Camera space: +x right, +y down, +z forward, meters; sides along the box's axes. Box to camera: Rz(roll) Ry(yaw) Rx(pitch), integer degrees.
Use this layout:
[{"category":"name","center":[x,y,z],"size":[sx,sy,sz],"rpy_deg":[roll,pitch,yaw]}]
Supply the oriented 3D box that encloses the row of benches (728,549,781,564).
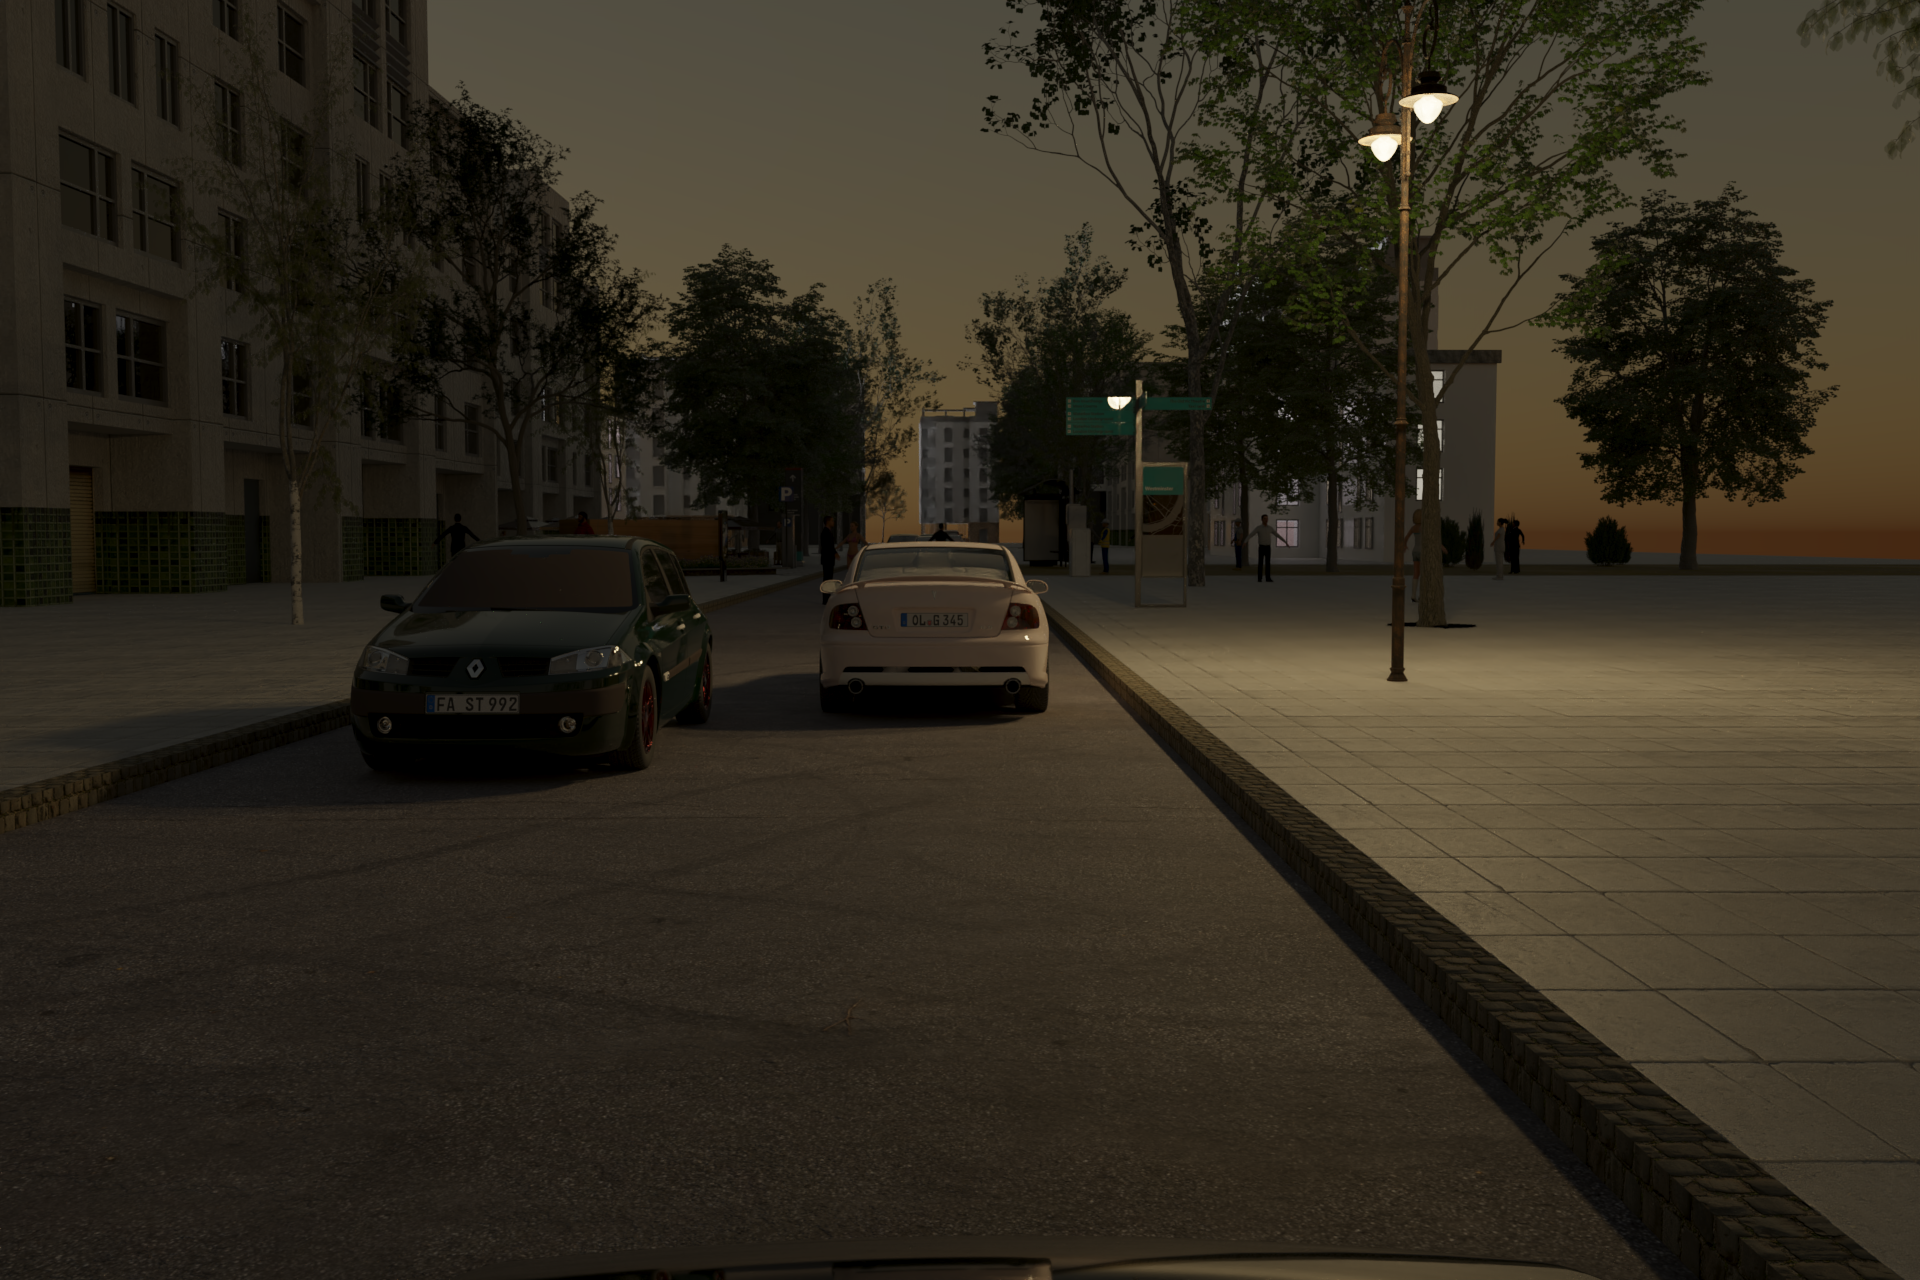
[{"category":"row of benches","center":[-8.595,-3.539,73.320],"size":[4.104,0.672,1.422],"rpy_deg":[1,4,11]}]

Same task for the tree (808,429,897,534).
[{"category":"tree","center":[-8.782,-12.717,142.342],"size":[8.767,10.594,7.601],"rpy_deg":[2,4,28]}]

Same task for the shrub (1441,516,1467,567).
[{"category":"shrub","center":[18.902,-3.847,67.324],"size":[1.690,2.028,1.600],"rpy_deg":[0,3,0]}]

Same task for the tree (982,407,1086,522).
[{"category":"tree","center":[6.411,-14.428,142.560],"size":[9.857,13.997,8.962],"rpy_deg":[0,3,0]}]

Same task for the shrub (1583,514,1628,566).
[{"category":"shrub","center":[25.716,-3.969,68.938],"size":[1.661,2.075,1.752],"rpy_deg":[0,3,0]}]

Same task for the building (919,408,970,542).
[{"category":"building","center":[-5.616,-23.990,251.108],"size":[11.380,20.090,16.016],"rpy_deg":[0,4,8]}]

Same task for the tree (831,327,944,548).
[{"category":"tree","center":[-8.166,-18.472,157.908],"size":[12.611,20.169,13.585],"rpy_deg":[0,3,0]}]

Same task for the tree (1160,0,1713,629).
[{"category":"tree","center":[6.403,-5.991,23.712],"size":[9.928,11.665,9.643],"rpy_deg":[0,3,0]}]

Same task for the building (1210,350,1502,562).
[{"category":"building","center":[19.984,-9.226,92.995],"size":[9.099,9.664,28.070],"rpy_deg":[0,4,0]}]

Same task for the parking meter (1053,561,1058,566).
[{"category":"parking meter","center":[3.807,-3.957,70.402],"size":[0.399,1.863,0.255],"rpy_deg":[0,4,-2]}]

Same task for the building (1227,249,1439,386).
[{"category":"building","center":[23.989,-16.239,121.931],"size":[16.016,20.090,11.380],"rpy_deg":[0,4,0]}]

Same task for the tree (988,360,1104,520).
[{"category":"tree","center":[6.272,-13.303,124.160],"size":[9.857,13.997,8.962],"rpy_deg":[0,3,0]}]

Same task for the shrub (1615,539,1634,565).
[{"category":"shrub","center":[27.786,-3.773,72.810],"size":[1.383,1.207,1.383],"rpy_deg":[0,3,0]}]

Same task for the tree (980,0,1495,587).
[{"category":"tree","center":[6.016,-11.289,40.463],"size":[12.611,20.169,13.585],"rpy_deg":[0,3,0]}]

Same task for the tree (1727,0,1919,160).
[{"category":"tree","center":[6.344,-3.655,10.128],"size":[4.360,8.622,3.978],"rpy_deg":[0,3,0]}]

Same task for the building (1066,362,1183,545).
[{"category":"building","center":[25.227,-23.106,221.758],"size":[27.936,21.610,32.646],"rpy_deg":[0,4,0]}]

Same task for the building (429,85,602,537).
[{"category":"building","center":[-29.183,-13.326,84.332],"size":[16.747,18.905,31.486],"rpy_deg":[0,4,0]}]

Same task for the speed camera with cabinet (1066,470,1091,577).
[{"category":"speed camera with cabinet","center":[3.608,-3.564,52.601],"size":[0.660,3.252,2.038],"rpy_deg":[0,4,0]}]

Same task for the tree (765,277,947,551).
[{"category":"tree","center":[-7.638,-16.599,127.278],"size":[12.611,20.169,13.585],"rpy_deg":[0,3,0]}]

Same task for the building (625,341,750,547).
[{"category":"building","center":[-27.163,-19.193,170.225],"size":[16.016,20.090,11.380],"rpy_deg":[0,4,0]}]

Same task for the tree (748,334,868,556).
[{"category":"tree","center":[-9.275,-11.063,99.001],"size":[7.486,12.596,7.792],"rpy_deg":[0,3,0]}]

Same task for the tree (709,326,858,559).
[{"category":"tree","center":[-8.997,-9.909,87.769],"size":[9.928,11.665,9.643],"rpy_deg":[0,3,0]}]

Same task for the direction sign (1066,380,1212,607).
[{"category":"direction sign","center":[3.106,-2.500,29.644],"size":[2.525,3.948,1.411],"rpy_deg":[0,4,0]}]

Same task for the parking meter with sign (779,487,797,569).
[{"category":"parking meter with sign","center":[-6.370,-4.170,64.441],"size":[0.543,3.016,1.738],"rpy_deg":[0,3,0]}]

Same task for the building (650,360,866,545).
[{"category":"building","center":[-26.608,-22.891,218.236],"size":[27.936,21.610,32.646],"rpy_deg":[0,4,0]}]

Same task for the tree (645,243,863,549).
[{"category":"tree","center":[-9.087,-10.348,75.852],"size":[9.857,13.997,8.962],"rpy_deg":[0,3,0]}]

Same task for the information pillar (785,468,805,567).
[{"category":"information pillar","center":[-6.502,-4.805,67.943],"size":[0.750,3.857,0.750],"rpy_deg":[0,4,1]}]

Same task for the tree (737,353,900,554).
[{"category":"tree","center":[-9.040,-12.336,112.062],"size":[12.009,13.543,11.850],"rpy_deg":[0,3,0]}]

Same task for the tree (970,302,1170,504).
[{"category":"tree","center":[6.065,-11.066,91.300],"size":[12.009,13.543,11.850],"rpy_deg":[0,3,0]}]

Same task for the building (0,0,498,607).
[{"category":"building","center":[-24.790,-10.949,45.482],"size":[16.747,18.905,31.486],"rpy_deg":[0,4,0]}]

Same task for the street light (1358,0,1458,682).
[{"category":"street light","center":[3.815,-2.578,14.935],"size":[0.468,5.910,1.993],"rpy_deg":[0,4,0]}]

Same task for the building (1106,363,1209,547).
[{"category":"building","center":[25.679,-19.636,187.503],"size":[16.747,18.905,31.486],"rpy_deg":[0,4,0]}]

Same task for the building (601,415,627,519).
[{"category":"building","center":[-27.161,-10.763,118.129],"size":[9.099,9.664,28.070],"rpy_deg":[0,4,1]}]

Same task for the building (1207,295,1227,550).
[{"category":"building","center":[24.964,-17.222,137.995],"size":[16.016,20.090,11.380],"rpy_deg":[0,4,0]}]

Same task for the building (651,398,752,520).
[{"category":"building","center":[-28.959,-20.263,187.720],"size":[16.016,20.090,11.380],"rpy_deg":[0,4,0]}]

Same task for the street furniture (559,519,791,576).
[{"category":"street furniture","center":[-9.177,-2.925,54.675],"size":[11.010,1.723,9.812],"rpy_deg":[-3,5,-41]}]
